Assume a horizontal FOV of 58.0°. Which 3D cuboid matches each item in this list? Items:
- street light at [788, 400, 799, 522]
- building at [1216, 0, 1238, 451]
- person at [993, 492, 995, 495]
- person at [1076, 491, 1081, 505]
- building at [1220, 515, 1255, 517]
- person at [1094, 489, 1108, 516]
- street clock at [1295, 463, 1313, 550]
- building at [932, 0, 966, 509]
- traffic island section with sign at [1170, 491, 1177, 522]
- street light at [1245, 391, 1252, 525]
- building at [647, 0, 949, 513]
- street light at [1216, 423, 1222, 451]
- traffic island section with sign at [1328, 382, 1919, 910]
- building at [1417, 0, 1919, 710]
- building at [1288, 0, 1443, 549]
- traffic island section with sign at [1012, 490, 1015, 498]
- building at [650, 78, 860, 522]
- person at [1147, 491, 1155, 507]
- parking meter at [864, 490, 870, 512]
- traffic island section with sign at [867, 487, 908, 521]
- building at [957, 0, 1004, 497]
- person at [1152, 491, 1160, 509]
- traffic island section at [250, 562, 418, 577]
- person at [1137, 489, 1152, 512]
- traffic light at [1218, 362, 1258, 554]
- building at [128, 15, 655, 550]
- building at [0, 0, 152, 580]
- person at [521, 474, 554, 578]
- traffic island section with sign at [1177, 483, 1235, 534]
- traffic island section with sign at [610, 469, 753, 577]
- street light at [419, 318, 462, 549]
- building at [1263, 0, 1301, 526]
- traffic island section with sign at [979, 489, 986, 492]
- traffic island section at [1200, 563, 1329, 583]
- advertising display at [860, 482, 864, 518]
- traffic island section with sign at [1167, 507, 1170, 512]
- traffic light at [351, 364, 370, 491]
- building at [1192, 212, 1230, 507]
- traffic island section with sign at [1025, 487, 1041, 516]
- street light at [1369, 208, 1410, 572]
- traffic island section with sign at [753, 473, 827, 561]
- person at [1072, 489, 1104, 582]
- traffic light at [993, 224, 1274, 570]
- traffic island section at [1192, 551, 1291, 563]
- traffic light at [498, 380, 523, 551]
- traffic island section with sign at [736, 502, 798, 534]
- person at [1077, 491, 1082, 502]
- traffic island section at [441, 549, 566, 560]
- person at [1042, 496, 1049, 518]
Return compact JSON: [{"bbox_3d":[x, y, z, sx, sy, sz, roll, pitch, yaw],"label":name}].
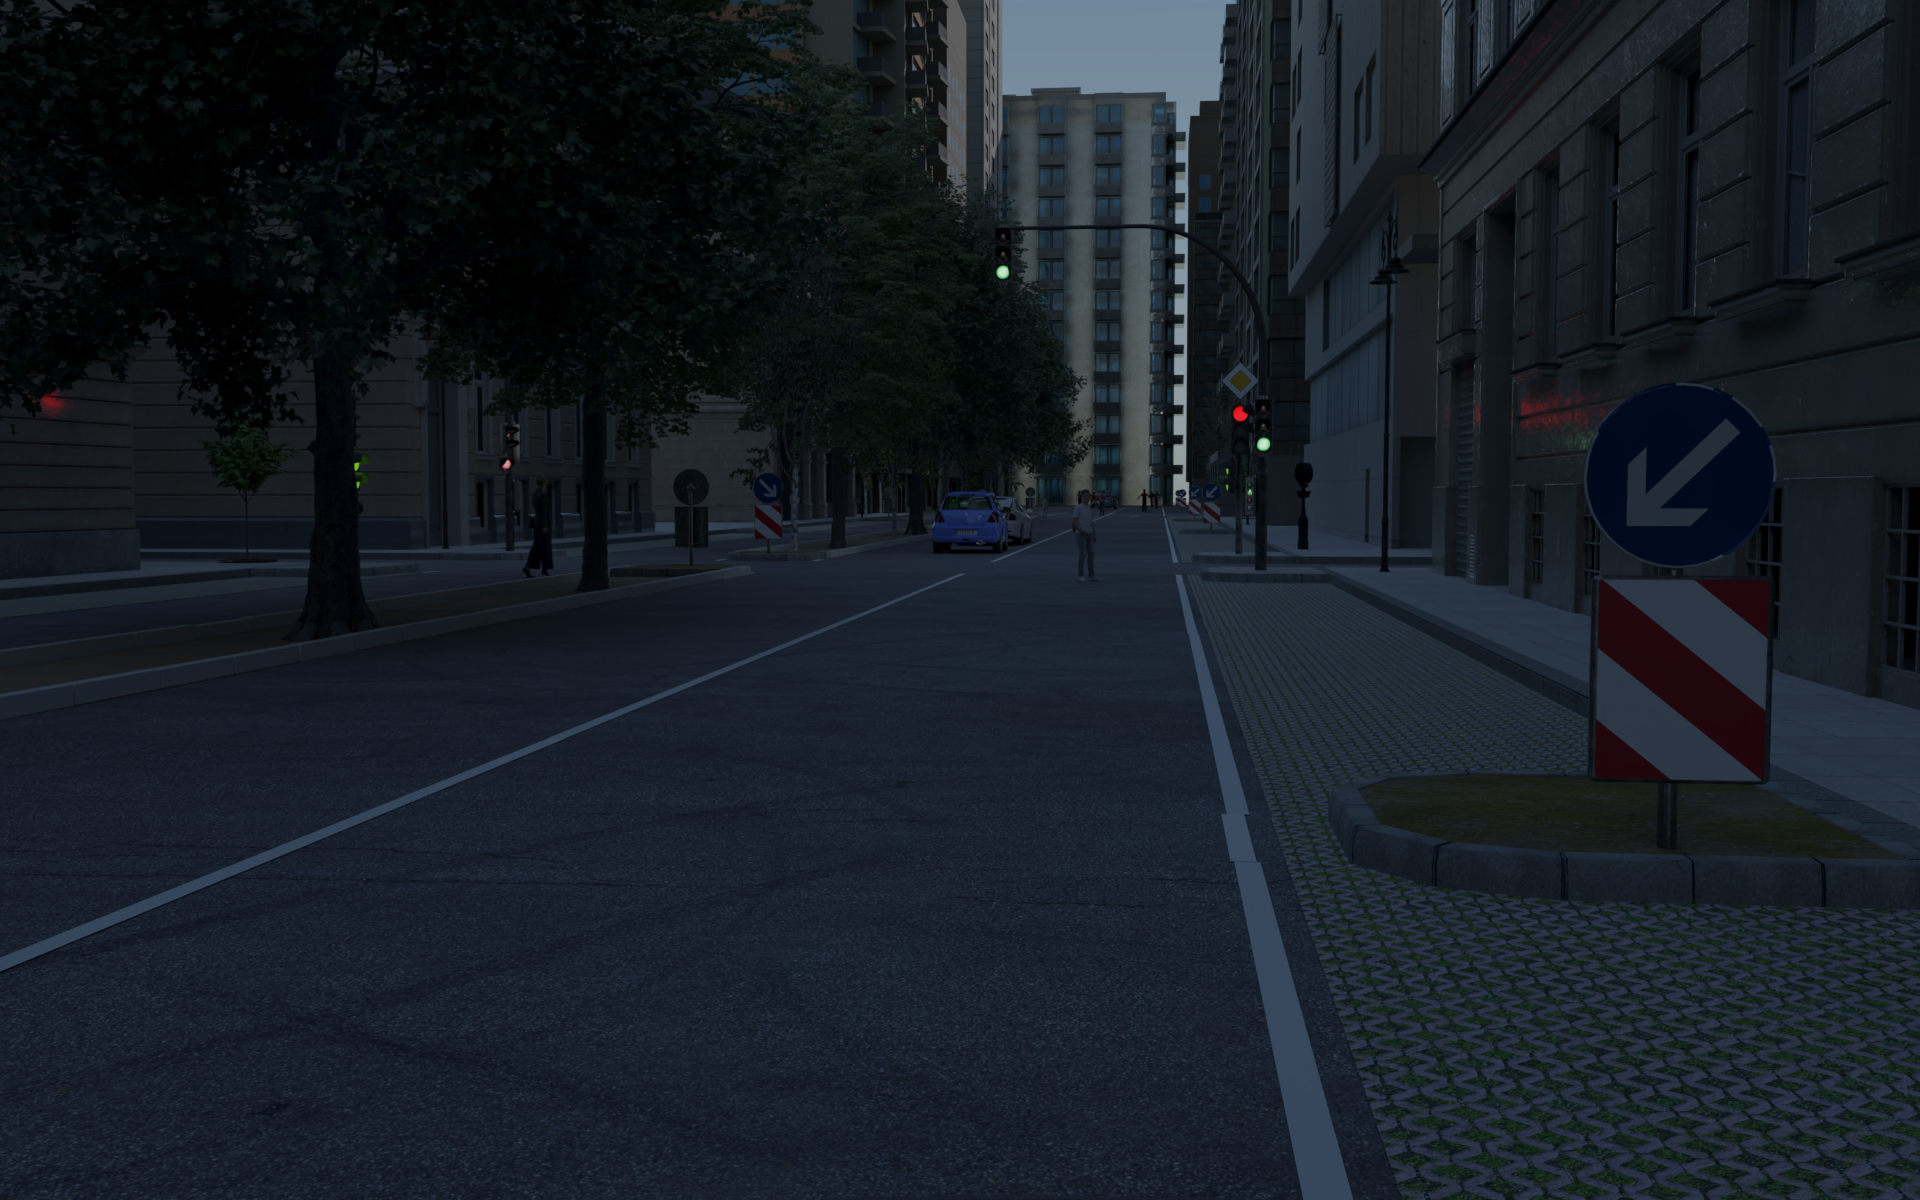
[{"bbox_3d":[-7.627,-6.464,78.467,0.468,5.910,1.993,0,4,7],"label":"street light"},{"bbox_3d":[34.595,-32.769,155.375,23.786,49.044,30.456,0,4,7],"label":"building"},{"bbox_3d":[2.776,-8.873,153.446,0.709,1.838,0.599,-2,4,-23],"label":"person"},{"bbox_3d":[10.449,-8.653,150.662,0.721,1.739,1.217,-2,4,-32],"label":"person"},{"bbox_3d":[25.139,-40.398,98.759,20.563,71.187,20.611,0,4,7],"label":"building"},{"bbox_3d":[9.443,-6.513,115.702,0.721,1.743,1.217,-3,5,-42],"label":"person"},{"bbox_3d":[7.949,-2.171,40.074,0.358,2.002,0.471,-1,4,-19],"label":"street clock"},{"bbox_3d":[-7.108,-30.569,149.915,14.600,45.320,14.200,0,4,7],"label":"building"},{"bbox_3d":[12.090,-4.979,90.039,1.989,1.847,2.006,0,4,7],"label":"traffic island section with sign"},{"bbox_3d":[12.090,-6.106,72.624,0.468,5.910,1.993,0,4,7],"label":"street light"},{"bbox_3d":[-12.654,-28.999,128.750,22.147,44.769,28.867,0,4,7],"label":"building"},{"bbox_3d":[16.520,-8.425,110.532,0.468,5.910,1.993,0,4,7],"label":"street light"},{"bbox_3d":[2.544,0.102,6.959,1.989,1.847,2.006,0,4,7],"label":"traffic island section with sign"},{"bbox_3d":[13.320,-10.976,12.747,16.112,22.955,30.059,0,4,7],"label":"building"},{"bbox_3d":[23.515,-28.088,48.475,27.495,52.752,28.713,0,4,7],"label":"building"},{"bbox_3d":[5.005,-9.734,167.781,1.989,1.847,2.006,0,4,7],"label":"traffic island section with sign"},{"bbox_3d":[-12.562,-13.972,79.356,10.553,20.767,40.483,0,4,7],"label":"building"},{"bbox_3d":[21.152,-11.188,191.440,0.705,1.821,1.348,-2,4,-29],"label":"person"},{"bbox_3d":[-6.045,-6.389,112.876,0.372,1.533,0.369,0,3,0],"label":"parking meter"},{"bbox_3d":[-3.773,-5.068,91.494,1.989,1.847,2.006,0,4,7],"label":"traffic island section with sign"},{"bbox_3d":[-6.606,-45.344,179.628,20.611,71.187,20.563,0,4,7],"label":"building"},{"bbox_3d":[19.369,-9.911,171.264,0.721,1.735,1.217,3,5,45],"label":"person"},{"bbox_3d":[-11.054,-0.536,31.045,2.009,0.180,2.903,0,4,7],"label":"traffic island section"},{"bbox_3d":[14.538,-7.828,136.447,1.348,1.831,0.705,2,4,29],"label":"person"},{"bbox_3d":[5.955,-2.942,37.015,0.839,4.253,0.868,0,4,7],"label":"traffic light"},{"bbox_3d":[-17.676,-16.107,49.257,13.634,28.700,20.117,0,4,7],"label":"building"},{"bbox_3d":[-31.285,-12.619,25.398,34.723,24.649,14.460,0,4,7],"label":"building"},{"bbox_3d":[-7.207,-1.273,29.728,0.576,1.772,0.534,2,4,31],"label":"person"},{"bbox_3d":[8.879,-3.268,62.054,1.989,1.847,2.006,0,4,7],"label":"traffic island section with sign"},{"bbox_3d":[-4.912,-1.372,30.577,2.006,1.907,1.989,0,4,7],"label":"traffic island section with sign"},{"bbox_3d":[-12.018,-4.130,40.307,0.468,5.910,1.993,0,4,7],"label":"street light"},{"bbox_3d":[20.153,-18.556,75.096,14.160,30.474,14.107,0,4,7],"label":"building"},{"bbox_3d":[1.818,-8.037,140.035,1.989,1.847,2.006,0,4,7],"label":"traffic island section with sign"},{"bbox_3d":[5.081,-0.423,29.191,2.009,0.180,2.903,0,4,7],"label":"traffic island section"},{"bbox_3d":[-5.321,-5.427,93.941,0.123,1.923,0.974,0,4,-7],"label":"advertising display"},{"bbox_3d":[17.645,-7.936,138.386,1.989,1.847,2.006,0,4,7],"label":"traffic island section with sign"},{"bbox_3d":[-11.015,-2.568,30.905,0.839,4.253,0.868,0,4,7],"label":"traffic light"},{"bbox_3d":[31.106,-24.905,178.890,14.160,30.474,14.107,0,4,7],"label":"building"},{"bbox_3d":[4.518,-6.388,112.584,2.006,1.907,1.989,0,4,7],"label":"traffic island section with sign"},{"bbox_3d":[6.998,-3.400,28.376,0.468,5.910,1.993,0,4,7],"label":"street light"},{"bbox_3d":[-4.056,-1.823,37.934,2.006,1.907,1.989,0,4,7],"label":"traffic island section with sign"},{"bbox_3d":[2.068,-1.054,28.322,0.523,1.515,0.503,1,4,16],"label":"person"},{"bbox_3d":[2.954,-3.334,29.179,4.771,5.953,1.251,0,4,7],"label":"traffic light"},{"bbox_3d":[5.993,-0.908,37.124,2.009,0.180,2.903,0,4,7],"label":"traffic island section"},{"bbox_3d":[-8.015,-3.912,38.635,4.771,5.953,1.251,0,4,7],"label":"traffic light"},{"bbox_3d":[-6.993,-3.349,63.382,1.989,1.847,2.006,0,4,7],"label":"traffic island section with sign"},{"bbox_3d":[10.903,-9.075,157.611,0.721,1.736,1.217,1,4,21],"label":"person"},{"bbox_3d":[-10.141,-1.021,38.978,2.009,0.180,2.903,0,4,7],"label":"traffic island section"},{"bbox_3d":[5.119,-5.604,104.410,0.425,1.301,0.394,-1,4,-17],"label":"person"}]
